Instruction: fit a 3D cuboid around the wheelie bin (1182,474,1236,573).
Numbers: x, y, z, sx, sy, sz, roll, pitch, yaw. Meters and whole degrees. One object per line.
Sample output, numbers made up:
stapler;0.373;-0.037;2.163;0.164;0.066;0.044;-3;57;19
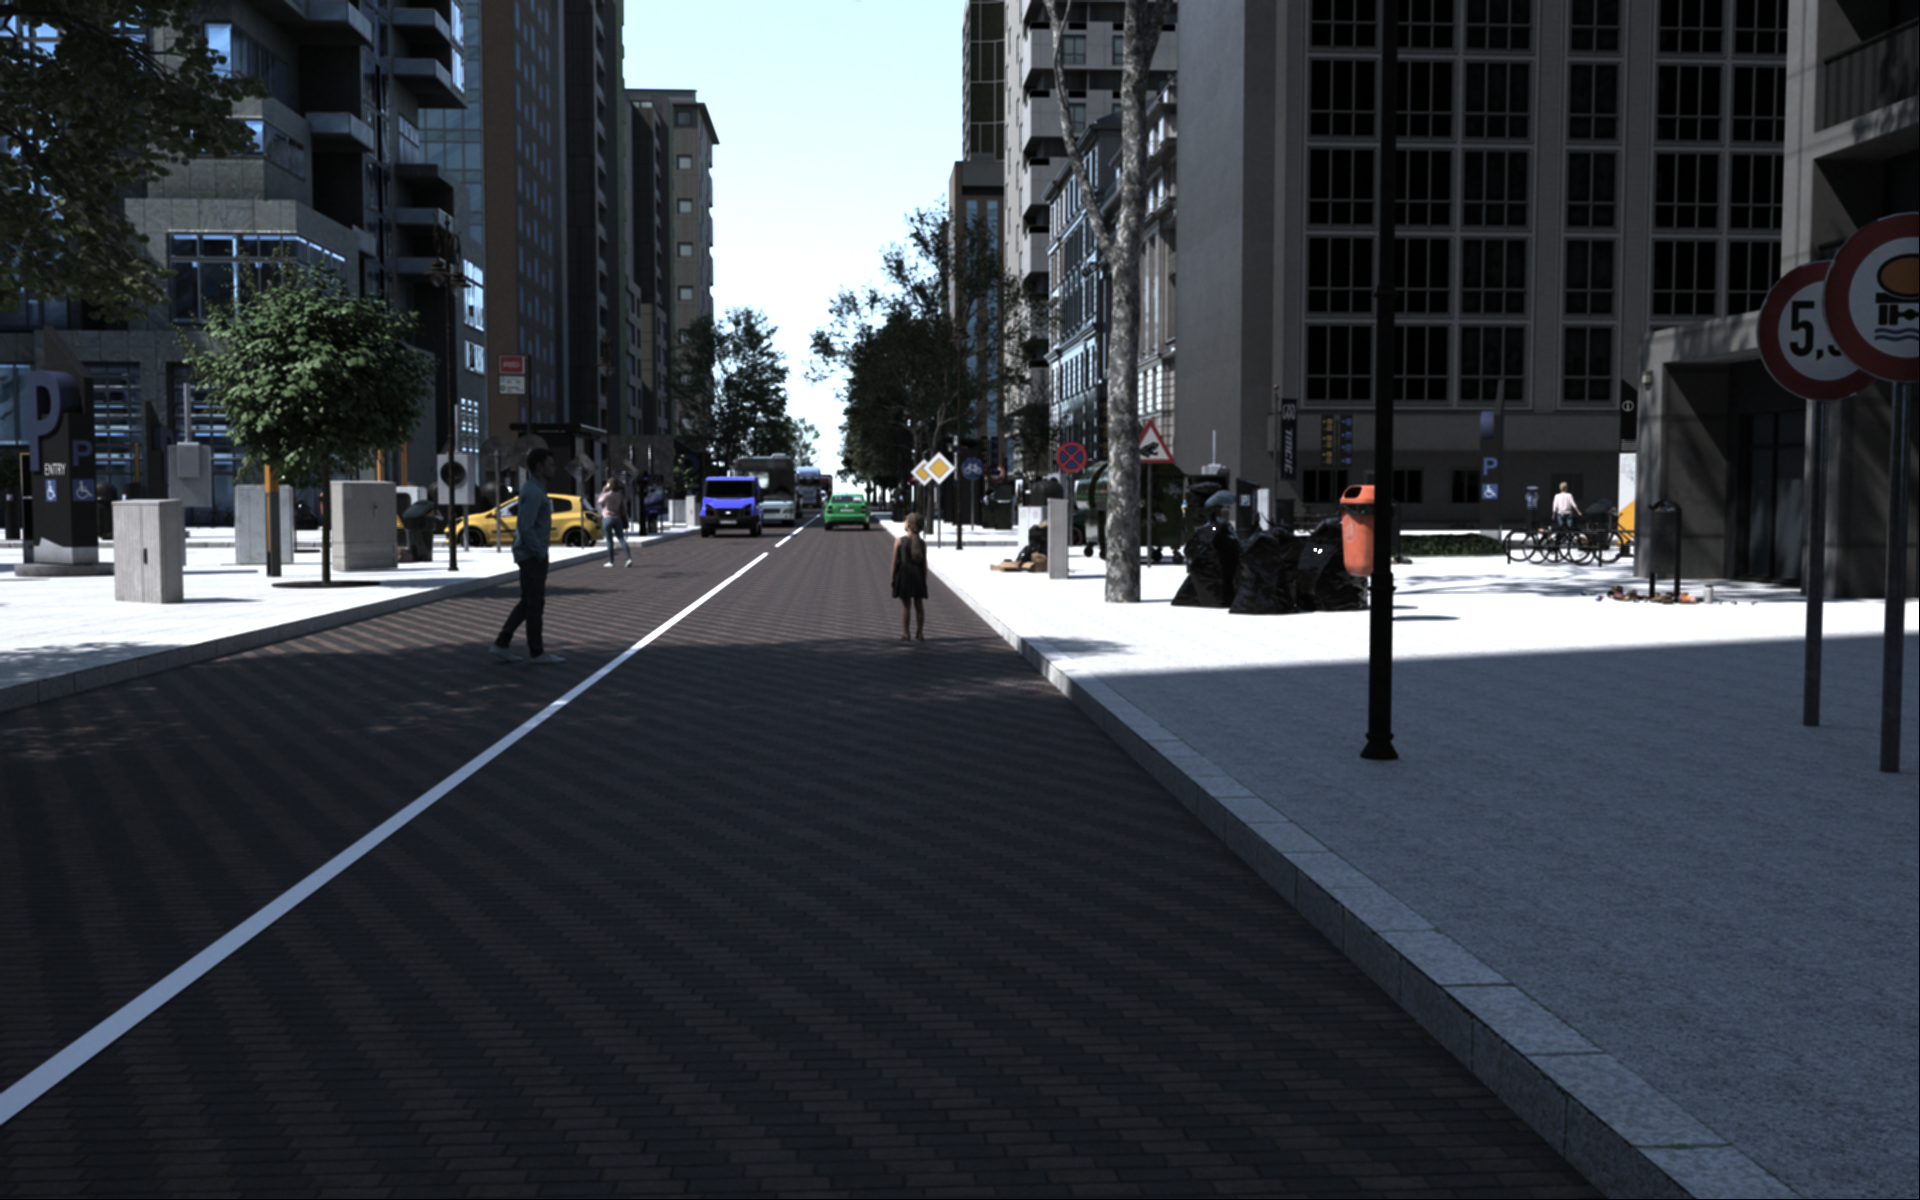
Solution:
wheelie bin;4.016;-1.229;28.002;0.980;1.594;0.693;1;4;23

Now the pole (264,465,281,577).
pole;-10.657;-2.016;26.805;0.158;3.312;0.155;0;3;0

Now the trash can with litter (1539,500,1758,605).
trash can with litter;8.415;-0.608;20.995;1.678;1.210;2.233;-1;4;-11

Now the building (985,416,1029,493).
building;18.343;-29.725;177.886;32.217;40.220;23.993;0;4;-4

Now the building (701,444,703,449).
building;-50.448;-34.465;255.386;32.217;40.220;23.993;0;4;-4

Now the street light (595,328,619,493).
street light;-9.835;-4.625;48.406;0.468;5.910;1.993;0;4;-4

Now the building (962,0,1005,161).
building;8.945;-49.297;244.260;20.563;71.187;20.611;0;4;-4

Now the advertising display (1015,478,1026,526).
advertising display;2.439;-3.974;70.182;0.123;1.923;0.974;-1;4;-17

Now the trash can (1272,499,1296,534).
trash can;9.884;-2.519;52.847;0.748;1.137;0.748;0;3;0

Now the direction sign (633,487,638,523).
direction sign;-14.564;-5.228;77.481;0.379;3.537;0.876;3;5;43

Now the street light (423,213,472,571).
street light;-8.479;-3.426;28.802;0.468;5.910;1.993;0;4;-4

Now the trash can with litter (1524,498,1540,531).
trash can with litter;19.582;-2.931;58.984;1.678;1.210;2.233;0;4;-3

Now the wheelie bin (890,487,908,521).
wheelie bin;-2.896;-4.579;82.781;0.693;1.594;0.980;-3;4;-36

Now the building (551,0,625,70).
building;-32.788;-27.246;129.069;14.154;41.232;14.086;0;4;-4

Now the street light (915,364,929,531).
street light;-1.333;-5.338;60.057;0.468;5.910;1.993;0;4;-4

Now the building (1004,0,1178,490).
building;18.386;-34.380;151.359;28.713;52.752;27.495;0;4;-4

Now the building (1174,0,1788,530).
building;21.429;-16.719;66.857;24.014;27.812;14.314;0;4;-4

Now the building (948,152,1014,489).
building;5.781;-35.311;227.437;14.600;45.320;14.200;0;4;-4

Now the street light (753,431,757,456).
street light;-14.709;-9.292;124.719;0.468;5.910;1.993;0;4;-4

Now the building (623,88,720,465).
building;-46.875;-39.149;229.319;28.713;52.752;27.495;0;4;-4

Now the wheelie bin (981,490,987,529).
wheelie bin;1.119;-3.471;64.663;0.693;1.594;0.980;0;4;1

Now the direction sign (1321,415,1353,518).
direction sign;10.760;-3.519;49.539;0.876;3.537;0.379;0;4;4

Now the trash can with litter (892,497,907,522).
trash can with litter;-2.558;-4.105;78.506;1.055;1.170;0.624;1;4;20

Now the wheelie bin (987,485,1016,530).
wheelie bin;1.537;-3.326;62.288;0.980;1.594;0.693;0;4;1

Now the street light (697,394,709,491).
street light;-11.810;-6.553;79.928;0.468;5.910;1.993;0;4;-4

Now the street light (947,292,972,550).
street light;-0.012;-4.097;39.773;0.468;5.910;1.993;0;4;-4

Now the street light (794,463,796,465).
street light;-19.959;-14.404;208.288;0.468;5.910;1.993;0;4;-4

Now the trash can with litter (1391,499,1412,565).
trash can with litter;7.426;-1.275;31.901;2.233;1.210;1.678;0;4;-4

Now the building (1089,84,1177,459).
building;14.805;-15.058;87.993;13.314;21.916;24.055;0;4;-4

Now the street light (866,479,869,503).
street light;-10.302;-13.847;199.186;0.468;5.910;1.993;0;4;-4

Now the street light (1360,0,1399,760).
street light;2.042;-2.169;8.256;0.468;5.910;1.993;0;4;-4

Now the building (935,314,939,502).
building;2.822;-30.892;276.779;14.160;30.474;14.107;0;4;-4

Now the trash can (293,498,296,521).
trash can;-22.145;-2.764;56.839;0.748;1.137;0.748;0;3;0

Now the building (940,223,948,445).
building;3.917;-35.396;262.322;14.154;41.232;14.086;0;4;-4

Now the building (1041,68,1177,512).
building;12.798;-19.267;112.283;12.463;27.353;25.104;0;4;-4

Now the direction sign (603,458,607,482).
direction sign;-22.239;-7.194;109.626;0.379;3.537;0.876;3;5;41

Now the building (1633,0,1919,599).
building;21.231;-35.272;14.944;20.563;71.187;20.611;0;4;-4

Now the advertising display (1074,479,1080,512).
advertising display;5.321;-4.203;73.941;0.974;1.923;0.123;2;4;31

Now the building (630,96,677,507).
building;-36.112;-29.901;172.480;14.154;41.232;14.086;0;4;-4

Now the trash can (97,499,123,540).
trash can;-23.814;-2.256;48.533;0.748;1.137;0.748;0;3;0

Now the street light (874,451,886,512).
street light;-6.253;-9.969;135.780;0.468;5.910;1.993;0;4;-4

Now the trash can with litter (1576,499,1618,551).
trash can with litter;14.464;-1.711;39.362;0.624;1.170;1.055;3;5;43

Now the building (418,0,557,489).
building;-34.786;-28.327;113.254;14.600;45.320;14.200;0;4;-4

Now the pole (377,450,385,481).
pole;-16.556;-3.406;49.532;0.158;3.312;0.155;0;3;0

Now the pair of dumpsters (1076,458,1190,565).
pair of dumpsters;3.281;-1.878;33.204;1.574;2.255;4.437;0;4;-4

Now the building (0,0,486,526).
building;-35.496;-47.014;81.345;22.319;86.520;31.000;0;4;-4

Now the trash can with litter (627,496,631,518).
trash can with litter;-17.229;-4.947;92.273;1.055;1.170;0.624;2;4;30

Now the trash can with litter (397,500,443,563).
trash can with litter;-10.269;-1.295;32.565;0.624;1.170;1.055;1;4;20

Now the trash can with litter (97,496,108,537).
trash can with litter;-26.050;-2.530;52.420;1.678;1.210;2.233;-2;4;-32

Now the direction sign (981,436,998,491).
direction sign;1.149;-4.647;67.981;0.876;3.537;0.379;-3;5;-40

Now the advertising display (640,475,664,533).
advertising display;-10.141;-3.170;57.043;0.123;1.923;0.974;3;4;37

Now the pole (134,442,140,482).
pole;-32.223;-4.525;67.829;0.158;3.312;0.155;0;3;0

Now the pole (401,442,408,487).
pole;-15.154;-3.266;47.249;0.158;3.312;0.155;0;3;0

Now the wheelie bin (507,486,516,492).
wheelie bin;-18.364;-3.804;70.103;0.980;1.594;0.693;1;4;9

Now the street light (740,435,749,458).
street light;-13.875;-8.483;111.477;0.468;5.910;1.993;0;4;-4

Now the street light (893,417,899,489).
street light;-3.400;-7.277;91.766;0.468;5.910;1.993;0;4;-4

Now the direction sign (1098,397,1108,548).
direction sign;3.544;-2.979;40.705;0.876;3.537;0.379;-3;5;-42

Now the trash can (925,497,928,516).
trash can;-2.188;-5.404;100.011;0.748;1.137;0.748;0;3;0

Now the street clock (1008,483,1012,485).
street clock;3.108;-6.426;109.642;0.358;2.002;0.471;-1;4;-23

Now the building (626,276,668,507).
building;-41.013;-18.720;151.103;27.650;21.520;28.899;0;4;-4
